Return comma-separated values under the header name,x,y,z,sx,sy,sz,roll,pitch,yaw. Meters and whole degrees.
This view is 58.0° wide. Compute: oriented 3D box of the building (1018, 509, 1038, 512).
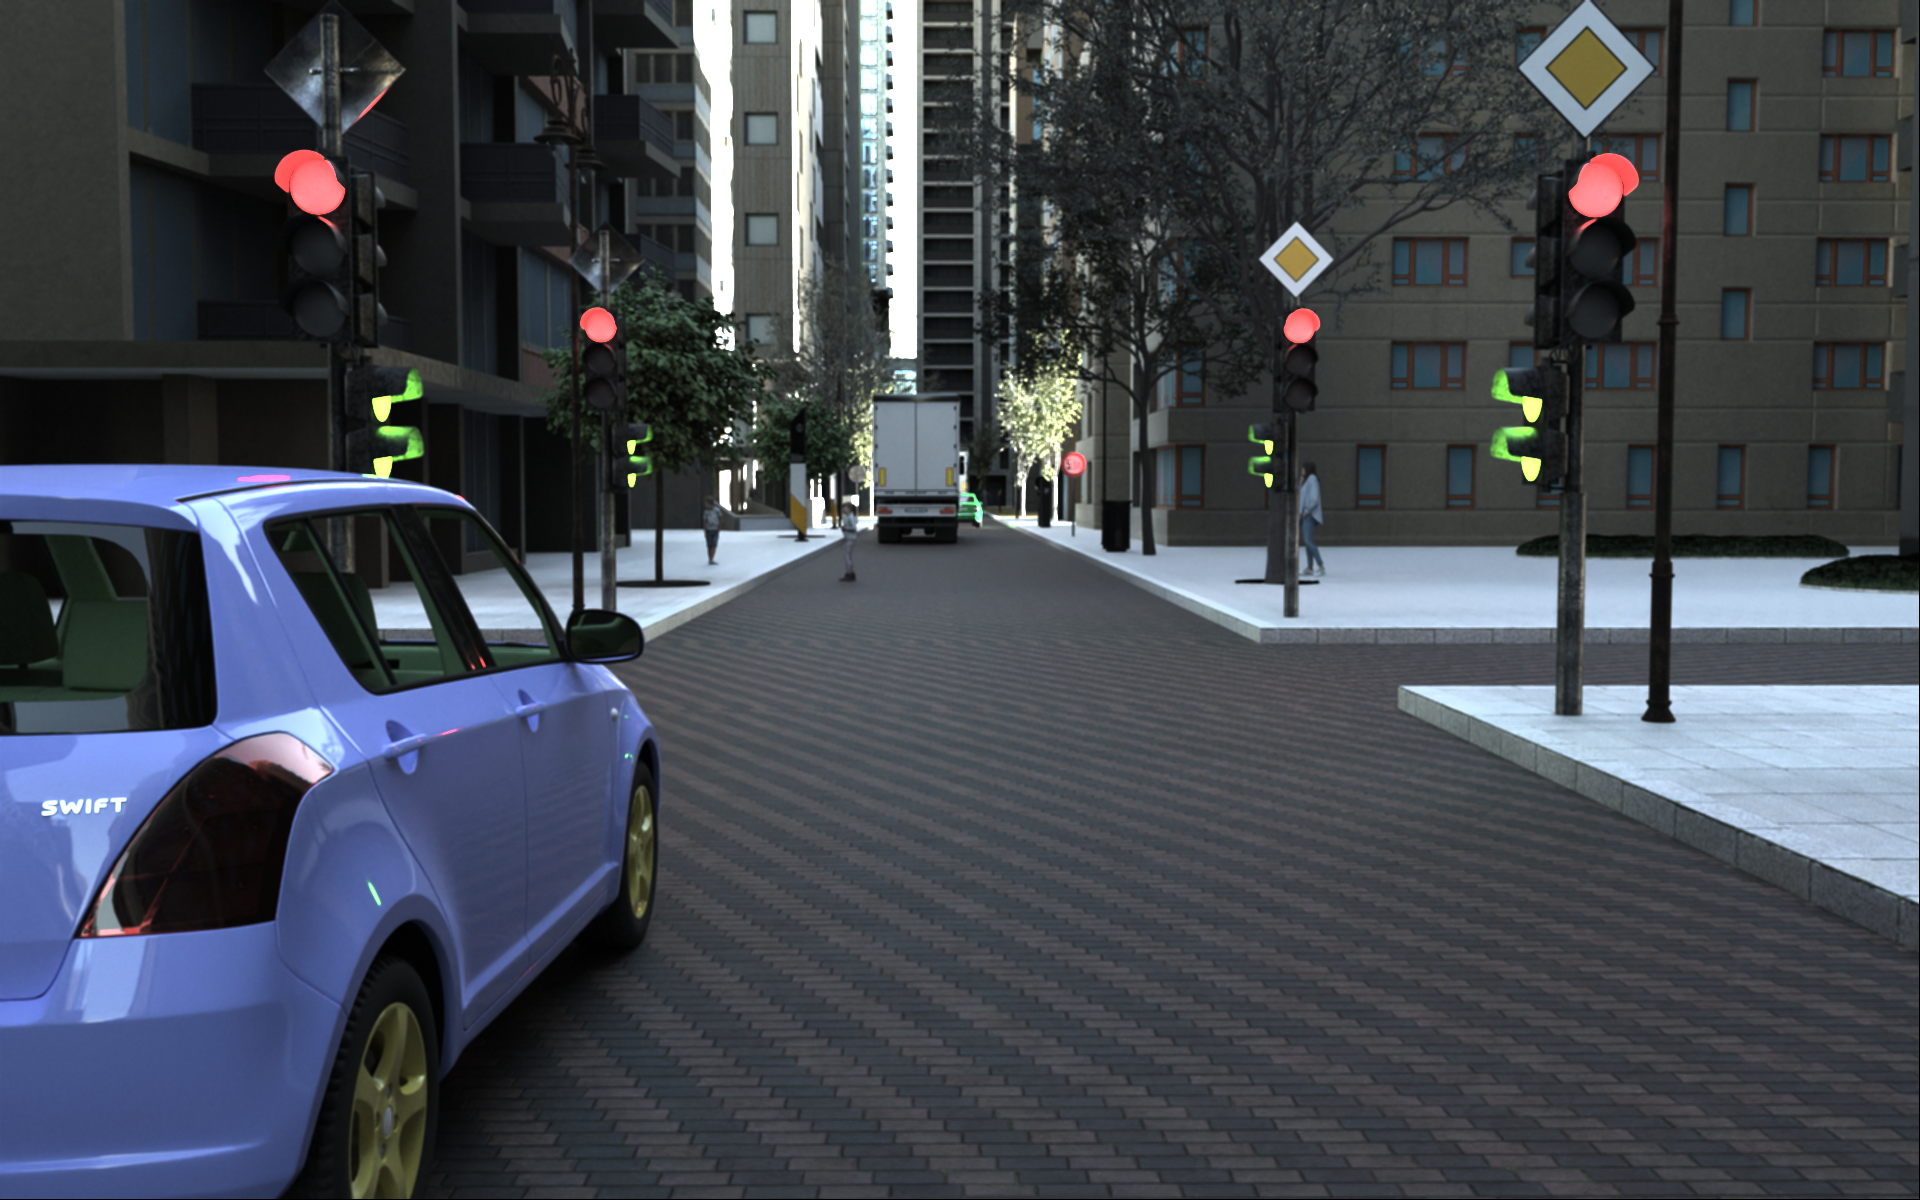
name,x,y,z,sx,sy,sz,roll,pitch,yaw
building,14.934,-42.127,127.035,20.563,71.187,20.611,0,4,-1

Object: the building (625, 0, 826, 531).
name,x,y,z,sx,sy,sz,roll,pitch,yaw
building,-21.863,-22.945,67.032,32.217,40.220,23.993,0,4,-1

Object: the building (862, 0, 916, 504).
name,x,y,z,sx,sy,sz,roll,pitch,yaw
building,-20.219,-53.522,187.758,31.000,86.520,22.319,0,4,-1

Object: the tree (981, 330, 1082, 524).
name,x,y,z,sx,sy,sz,roll,pitch,yaw
tree,3.846,-7.586,74.397,4.737,8.622,4.395,0,3,0

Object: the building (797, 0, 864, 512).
name,x,y,z,sx,sy,sz,roll,pitch,yaw
building,-14.472,-27.151,127.508,14.154,41.232,14.086,0,4,-1

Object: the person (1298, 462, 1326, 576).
name,x,y,z,sx,sy,sz,roll,pitch,yaw
person,5.535,-1.284,27.295,0.793,1.790,0.793,-2,4,-29

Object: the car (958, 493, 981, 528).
name,x,y,z,sx,sy,sz,roll,pitch,yaw
car,-0.029,-4.049,75.004,1.959,1.807,4.718,0,4,-2

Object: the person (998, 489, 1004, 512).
name,x,y,z,sx,sy,sz,roll,pitch,yaw
person,2.891,-7.059,122.926,0.415,1.643,0.593,-1,4,-13

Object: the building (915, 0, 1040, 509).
name,x,y,z,sx,sy,sz,roll,pitch,yaw
building,5.594,-45.838,187.710,20.611,71.187,20.563,0,4,-1

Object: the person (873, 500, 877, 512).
name,x,y,z,sx,sy,sz,roll,pitch,yaw
person,-6.266,-7.331,126.726,0.721,1.723,1.217,1,4,20

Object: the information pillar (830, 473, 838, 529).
name,x,y,z,sx,sy,sz,roll,pitch,yaw
information pillar,-4.647,-4.421,63.633,0.183,3.616,0.504,-2,4,-24

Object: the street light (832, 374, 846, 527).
name,x,y,z,sx,sy,sz,roll,pitch,yaw
street light,-4.660,-5.760,66.969,0.468,5.910,1.993,0,4,-1

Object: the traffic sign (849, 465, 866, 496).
name,x,y,z,sx,sy,sz,roll,pitch,yaw
traffic sign,-4.567,-4.694,76.847,0.768,2.556,0.104,0,4,2

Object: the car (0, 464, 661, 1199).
name,x,y,z,sx,sy,sz,roll,pitch,yaw
car,-1.843,0.318,4.396,1.945,1.707,3.694,0,4,0

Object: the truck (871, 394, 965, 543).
name,x,y,z,sx,sy,sz,roll,pitch,yaw
truck,-1.252,-3.981,54.008,2.839,4.237,11.283,0,4,0

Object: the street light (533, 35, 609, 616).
name,x,y,z,sx,sy,sz,roll,pitch,yaw
street light,-4.024,-2.772,18.103,0.468,5.910,1.993,0,4,-1

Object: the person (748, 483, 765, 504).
name,x,y,z,sx,sy,sz,roll,pitch,yaw
person,-9.334,-4.585,81.226,1.509,1.804,0.699,-1,4,-11

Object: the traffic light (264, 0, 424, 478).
name,x,y,z,sx,sy,sz,roll,pitch,yaw
traffic light,-3.534,-1.282,9.879,0.839,4.253,0.868,0,4,-1

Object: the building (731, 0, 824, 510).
name,x,y,z,sx,sy,sz,roll,pitch,yaw
building,-22.582,-31.625,106.312,28.713,52.752,27.495,0,4,-1

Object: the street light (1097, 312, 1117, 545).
name,x,y,z,sx,sy,sz,roll,pitch,yaw
street light,3.653,-4.342,43.780,0.468,5.910,1.993,0,4,-1

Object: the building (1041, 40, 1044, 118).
name,x,y,z,sx,sy,sz,roll,pitch,yaw
building,12.015,-20.707,110.257,14.160,30.474,14.107,0,4,-1

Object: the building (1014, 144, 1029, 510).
name,x,y,z,sx,sy,sz,roll,pitch,yaw
building,11.541,-22.896,146.047,14.160,30.474,14.107,0,4,-1

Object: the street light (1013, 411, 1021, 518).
name,x,y,z,sx,sy,sz,roll,pitch,yaw
street light,3.028,-7.276,91.744,0.468,5.910,1.993,0,4,-1

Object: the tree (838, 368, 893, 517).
name,x,y,z,sx,sy,sz,roll,pitch,yaw
tree,-5.254,-9.000,97.516,4.737,8.622,4.395,0,3,0

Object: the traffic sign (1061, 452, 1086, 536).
name,x,y,z,sx,sy,sz,roll,pitch,yaw
traffic sign,3.434,-3.200,52.434,0.768,2.556,0.104,0,4,8

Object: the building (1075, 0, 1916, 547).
name,x,y,z,sx,sy,sz,roll,pitch,yaw
building,18.719,-12.913,56.159,27.650,21.520,28.899,0,4,-1

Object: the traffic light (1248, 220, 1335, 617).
name,x,y,z,sx,sy,sz,roll,pitch,yaw
traffic light,3.436,-1.776,17.959,0.839,4.253,0.868,0,4,-1

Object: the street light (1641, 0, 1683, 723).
name,x,y,z,sx,sy,sz,roll,pitch,yaw
street light,3.950,-2.252,9.615,0.468,5.910,1.993,0,4,-1

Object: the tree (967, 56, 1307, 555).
name,x,y,z,sx,sy,sz,roll,pitch,yaw
tree,3.640,-6.222,36.138,7.601,10.594,8.767,0,4,-5

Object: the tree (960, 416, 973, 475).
name,x,y,z,sx,sy,sz,roll,pitch,yaw
tree,2.068,-12.537,155.348,4.360,8.622,3.978,0,3,0

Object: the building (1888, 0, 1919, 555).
name,x,y,z,sx,sy,sz,roll,pitch,yaw
building,30.105,-24.872,30.366,21.600,48.544,21.300,0,4,-1

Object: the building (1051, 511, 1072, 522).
name,x,y,z,sx,sy,sz,roll,pitch,yaw
building,11.449,-26.617,85.303,14.600,45.320,14.200,0,4,-1

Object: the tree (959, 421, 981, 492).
name,x,y,z,sx,sy,sz,roll,pitch,yaw
tree,2.121,-13.461,170.451,4.737,8.622,4.395,0,3,0

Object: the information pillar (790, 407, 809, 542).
name,x,y,z,sx,sy,sz,roll,pitch,yaw
information pillar,-4.366,-3.396,46.884,0.504,3.616,0.183,2,4,31

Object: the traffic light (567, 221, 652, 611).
name,x,y,z,sx,sy,sz,roll,pitch,yaw
traffic light,-3.624,-1.770,17.864,0.839,4.253,0.868,0,4,-1

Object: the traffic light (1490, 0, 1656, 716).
name,x,y,z,sx,sy,sz,roll,pitch,yaw
traffic light,3.527,-1.288,9.975,0.839,4.253,0.868,0,4,-1

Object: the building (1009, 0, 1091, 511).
name,x,y,z,sx,sy,sz,roll,pitch,yaw
building,11.732,-31.169,159.724,14.600,45.320,14.200,0,4,-1

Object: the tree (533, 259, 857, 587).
name,x,y,z,sx,sy,sz,roll,pitch,yaw
tree,-4.198,-2.481,24.275,4.285,4.588,4.351,0,3,0

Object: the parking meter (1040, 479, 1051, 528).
name,x,y,z,sx,sy,sz,roll,pitch,yaw
parking meter,3.277,-3.709,66.359,0.399,1.863,0.255,-2,4,-23

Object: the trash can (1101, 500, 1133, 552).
name,x,y,z,sx,sy,sz,roll,pitch,yaw
trash can,3.485,-1.646,38.568,0.748,1.137,0.748,0,3,0

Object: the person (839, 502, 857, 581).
name,x,y,z,sx,sy,sz,roll,pitch,yaw
person,-1.845,-0.965,28.550,0.394,1.301,0.425,-2,4,-35

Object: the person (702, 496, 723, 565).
name,x,y,z,sx,sy,sz,roll,pitch,yaw
person,-4.505,-1.274,31.564,0.332,1.250,0.352,2,4,32

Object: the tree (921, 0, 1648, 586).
name,x,y,z,sx,sy,sz,roll,pitch,yaw
tree,4.522,-6.985,24.572,12.009,13.543,11.850,0,3,0

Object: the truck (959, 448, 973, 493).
name,x,y,z,sx,sy,sz,roll,pitch,yaw
truck,-0.644,-7.427,110.342,2.839,4.237,11.283,0,4,1

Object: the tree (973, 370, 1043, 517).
name,x,y,z,sx,sy,sz,roll,pitch,yaw
tree,3.721,-8.956,96.801,4.360,8.622,3.978,0,3,0

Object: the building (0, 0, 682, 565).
name,x,y,z,sx,sy,sz,roll,pitch,yaw
building,-17.568,-23.116,32.573,22.147,44.769,28.867,0,4,-1

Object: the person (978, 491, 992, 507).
name,x,y,z,sx,sy,sz,roll,pitch,yaw
person,2.409,-9.741,165.396,1.350,1.814,0.705,1,4,12

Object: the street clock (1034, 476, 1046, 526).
name,x,y,z,sx,sy,sz,roll,pitch,yaw
street clock,3.243,-3.987,69.759,0.471,2.002,0.358,0,4,-7

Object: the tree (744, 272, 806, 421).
name,x,y,z,sx,sy,sz,roll,pitch,yaw
tree,-5.868,-10.812,87.150,12.009,13.543,11.850,0,3,0

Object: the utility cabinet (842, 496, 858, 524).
name,x,y,z,sx,sy,sz,roll,pitch,yaw
utility cabinet,-4.743,-3.887,74.712,0.306,1.237,1.020,-2,4,-28

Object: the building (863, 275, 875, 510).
name,x,y,z,sx,sy,sz,roll,pitch,yaw
building,-22.453,-18.858,153.368,28.899,21.520,27.650,0,4,-1
